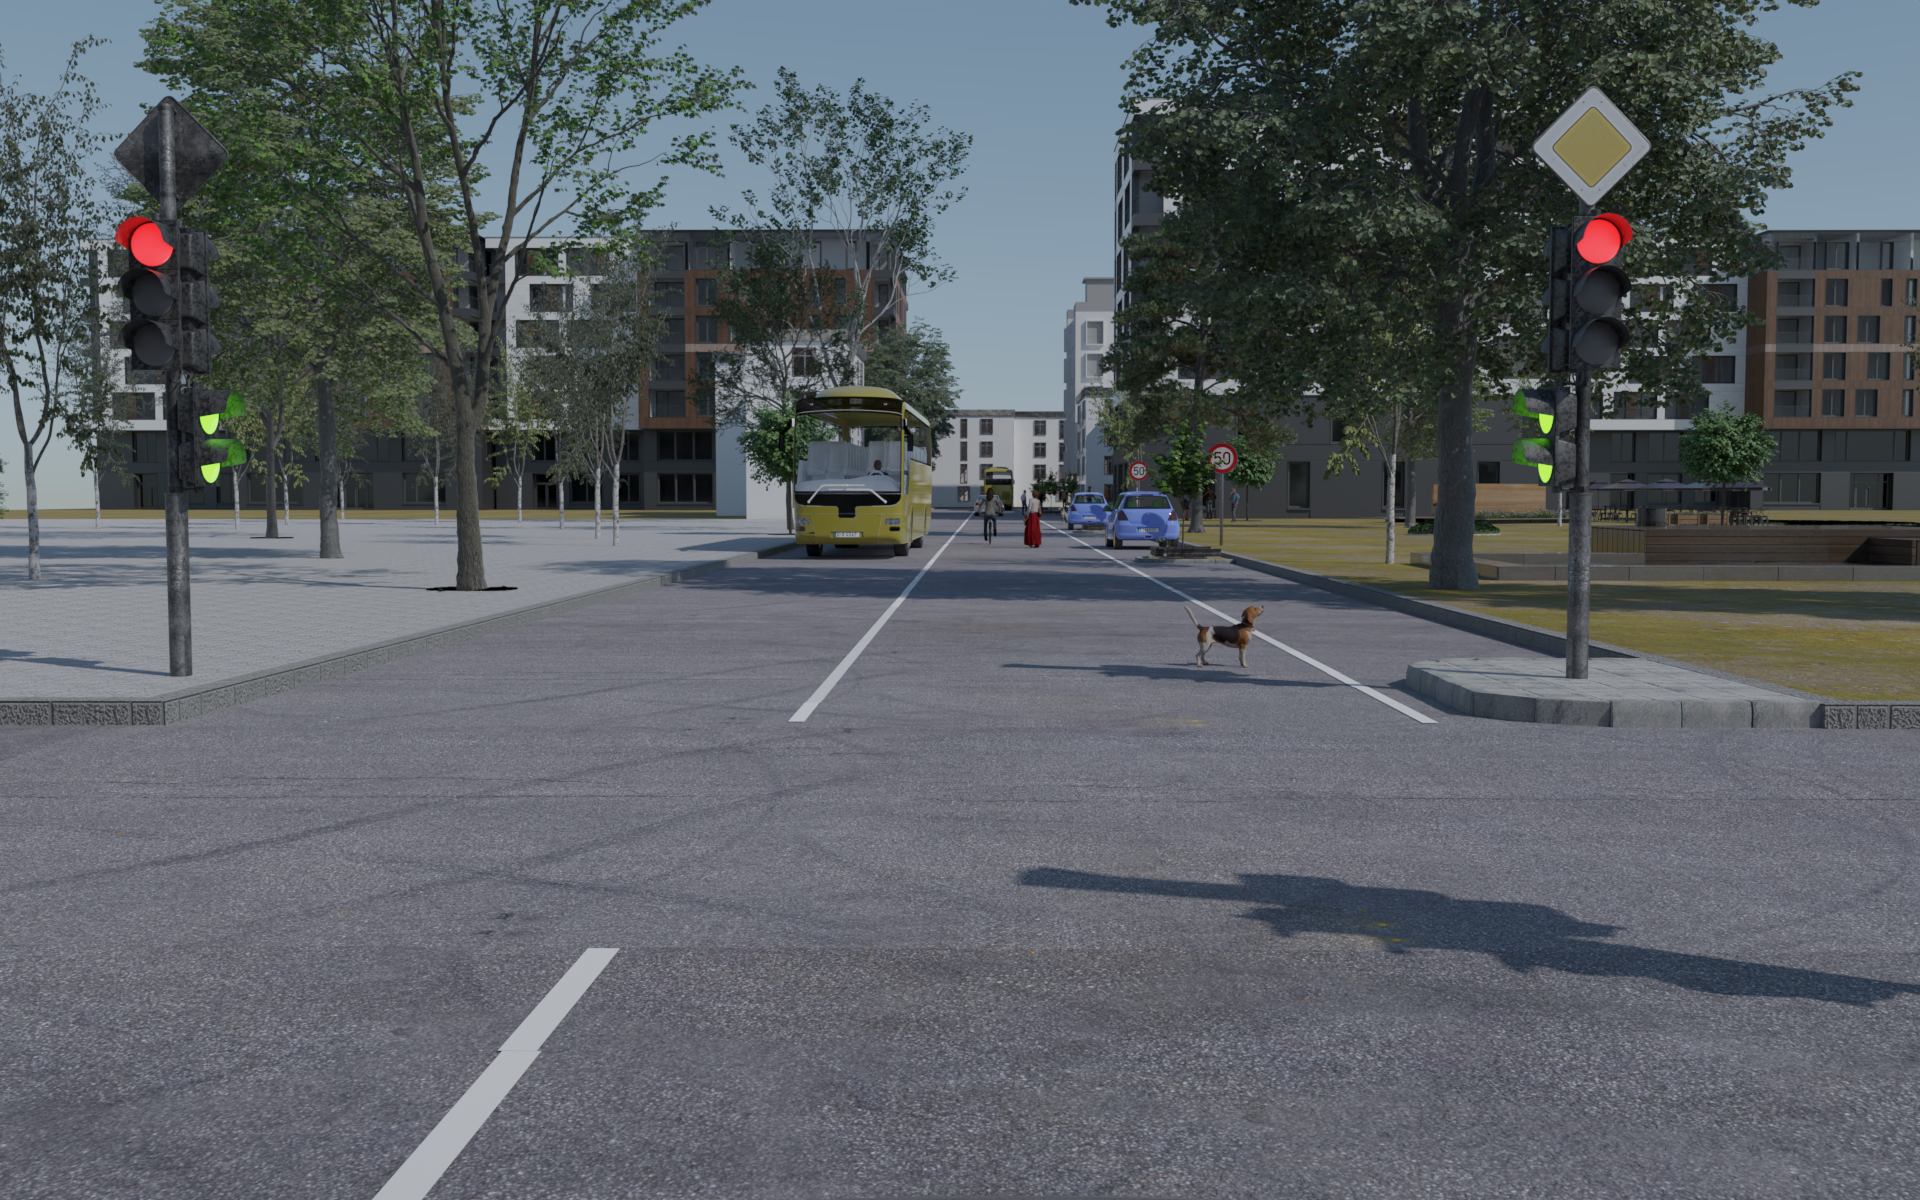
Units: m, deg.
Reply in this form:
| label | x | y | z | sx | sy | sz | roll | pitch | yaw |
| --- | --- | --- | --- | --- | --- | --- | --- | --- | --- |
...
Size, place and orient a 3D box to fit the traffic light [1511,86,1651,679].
| label | x | y | z | sx | sy | sz | roll | pitch | yaw |
| --- | --- | --- | --- | --- | --- | --- | --- | --- | --- |
| traffic light | 4.280 | -1.389 | 11.958 | 0.839 | 4.213 | 0.868 | 0 | 4 | 1 |

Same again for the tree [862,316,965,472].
| label | x | y | z | sx | sy | sz | roll | pitch | yaw |
| --- | --- | --- | --- | --- | --- | --- | --- | --- | --- |
| tree | -4.538 | -13.363 | 125.138 | 9.857 | 13.997 | 8.962 | 0 | 3 | 0 |

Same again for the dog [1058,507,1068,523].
| label | x | y | z | sx | sy | sz | roll | pitch | yaw |
| --- | --- | --- | --- | --- | --- | --- | --- | --- | --- |
| dog | 5.232 | -4.137 | 84.477 | 0.800 | 0.831 | 0.513 | 2 | 4 | 31 |

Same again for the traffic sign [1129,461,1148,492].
| label | x | y | z | sx | sy | sz | roll | pitch | yaw |
| --- | --- | --- | --- | --- | --- | --- | --- | --- | --- |
| traffic sign | 6.922 | -4.095 | 67.056 | 0.768 | 2.556 | 0.104 | 0 | 4 | 7 |

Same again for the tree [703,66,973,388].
| label | x | y | z | sx | sy | sz | roll | pitch | yaw |
| --- | --- | --- | --- | --- | --- | --- | --- | --- | --- |
| tree | -5.590 | -13.506 | 76.711 | 12.611 | 20.169 | 13.585 | 0 | 3 | 0 |

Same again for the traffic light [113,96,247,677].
| label | x | y | z | sx | sy | sz | roll | pitch | yaw |
| --- | --- | --- | --- | --- | --- | --- | --- | --- | --- |
| traffic light | -5.480 | -1.398 | 12.104 | 0.839 | 4.213 | 0.868 | 0 | 4 | 1 |

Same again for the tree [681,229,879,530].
| label | x | y | z | sx | sy | sz | roll | pitch | yaw |
| --- | --- | --- | --- | --- | --- | --- | --- | --- | --- |
| tree | -6.415 | -7.792 | 61.804 | 7.601 | 10.594 | 8.767 | -1 | 4 | -14 |

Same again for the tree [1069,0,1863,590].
| label | x | y | z | sx | sy | sz | roll | pitch | yaw |
| --- | --- | --- | --- | --- | --- | --- | --- | --- | --- |
| tree | 6.585 | -7.121 | 23.090 | 9.857 | 13.997 | 8.962 | 0 | 3 | 0 |

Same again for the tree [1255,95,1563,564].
| label | x | y | z | sx | sy | sz | roll | pitch | yaw |
| --- | --- | --- | --- | --- | --- | --- | --- | --- | --- |
| tree | 7.740 | -4.983 | 31.829 | 4.737 | 8.622 | 4.395 | 0 | 3 | 0 |

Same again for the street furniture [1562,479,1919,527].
| label | x | y | z | sx | sy | sz | roll | pitch | yaw |
| --- | --- | --- | --- | --- | --- | --- | --- | --- | --- |
| street furniture | 35.933 | -4.138 | 72.693 | 14.083 | 1.986 | 27.439 | 0 | 4 | -4 |

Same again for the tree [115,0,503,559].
| label | x | y | z | sx | sy | sz | roll | pitch | yaw |
| --- | --- | --- | --- | --- | --- | --- | --- | --- | --- |
| tree | -12.689 | -7.076 | 33.825 | 7.486 | 12.596 | 7.792 | 0 | 3 | 0 |

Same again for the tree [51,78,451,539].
| label | x | y | z | sx | sy | sz | roll | pitch | yaw |
| --- | --- | --- | --- | --- | --- | --- | --- | --- | --- |
| tree | -19.883 | -8.525 | 49.746 | 12.009 | 13.543 | 11.850 | 0 | 3 | 0 |

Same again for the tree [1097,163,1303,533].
| label | x | y | z | sx | sy | sz | roll | pitch | yaw |
| --- | --- | --- | --- | --- | --- | --- | --- | --- | --- |
| tree | 7.836 | -8.258 | 57.068 | 6.751 | 12.117 | 7.091 | 0 | 3 | 0 |

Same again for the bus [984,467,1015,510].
| label | x | y | z | sx | sy | sz | roll | pitch | yaw |
| --- | --- | --- | --- | --- | --- | --- | --- | --- | --- |
| bus | 3.477 | -9.996 | 154.978 | 2.896 | 3.916 | 12.252 | 0 | 4 | 2 |

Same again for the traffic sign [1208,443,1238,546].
| label | x | y | z | sx | sy | sz | roll | pitch | yaw |
| --- | --- | --- | --- | --- | --- | --- | --- | --- | --- |
| traffic sign | 6.519 | -2.632 | 43.133 | 0.768 | 2.556 | 0.104 | 0 | 4 | 6 |

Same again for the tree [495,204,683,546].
| label | x | y | z | sx | sy | sz | roll | pitch | yaw |
| --- | --- | --- | --- | --- | --- | --- | --- | --- | --- |
| tree | -8.649 | -5.647 | 42.698 | 4.360 | 8.622 | 3.978 | 0 | 3 | 0 |

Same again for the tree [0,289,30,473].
| label | x | y | z | sx | sy | sz | roll | pitch | yaw |
| --- | --- | --- | --- | --- | --- | --- | --- | --- | --- |
| tree | -21.400 | -5.194 | 35.277 | 4.737 | 8.622 | 4.395 | 0 | 3 | 0 |

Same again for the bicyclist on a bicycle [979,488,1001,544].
| label | x | y | z | sx | sy | sz | roll | pitch | yaw |
| --- | --- | --- | --- | --- | --- | --- | --- | --- | --- |
| bicyclist on a bicycle | 0.858 | -2.425 | 49.675 | 1.499 | 1.676 | 1.625 | 0 | 4 | 2 |

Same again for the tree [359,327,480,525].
| label | x | y | z | sx | sy | sz | roll | pitch | yaw |
| --- | --- | --- | --- | --- | --- | --- | --- | --- | --- |
| tree | -22.157 | -7.455 | 72.258 | 4.360 | 8.622 | 3.978 | 0 | 3 | 0 |

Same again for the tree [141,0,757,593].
| label | x | y | z | sx | sy | sz | roll | pitch | yaw |
| --- | --- | --- | --- | --- | --- | --- | --- | --- | --- |
| tree | -6.522 | -5.938 | 22.845 | 9.928 | 11.665 | 9.643 | 0 | 3 | 0 |

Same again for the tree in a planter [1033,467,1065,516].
| label | x | y | z | sx | sy | sz | roll | pitch | yaw |
| --- | --- | --- | --- | --- | --- | --- | --- | --- | --- |
| tree in a planter | 6.040 | -7.178 | 114.583 | 1.991 | 3.239 | 1.994 | 0 | 4 | 1 |

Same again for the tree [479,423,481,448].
| label | x | y | z | sx | sy | sz | roll | pitch | yaw |
| --- | --- | --- | --- | --- | --- | --- | --- | --- | --- |
| tree | -14.358 | -6.893 | 63.061 | 4.360 | 8.622 | 3.978 | 0 | 3 | 0 |

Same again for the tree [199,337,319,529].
| label | x | y | z | sx | sy | sz | roll | pitch | yaw |
| --- | --- | --- | --- | --- | --- | --- | --- | --- | --- |
| tree | -28.029 | -7.404 | 71.422 | 4.737 | 8.622 | 4.395 | 0 | 3 | 0 |

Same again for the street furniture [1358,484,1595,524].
| label | x | y | z | sx | sy | sz | roll | pitch | yaw |
| --- | --- | --- | --- | --- | --- | --- | --- | --- | --- |
| street furniture | 24.404 | -4.311 | 77.339 | 11.010 | 1.723 | 9.812 | -2 | 4 | -30 |

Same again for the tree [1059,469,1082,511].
| label | x | y | z | sx | sy | sz | roll | pitch | yaw |
| --- | --- | --- | --- | --- | --- | --- | --- | --- | --- |
| tree | 8.256 | -8.414 | 132.169 | 1.663 | 3.219 | 1.824 | 0 | 3 | 0 |

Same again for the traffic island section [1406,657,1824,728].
| label | x | y | z | sx | sy | sz | roll | pitch | yaw |
| --- | --- | --- | --- | --- | --- | --- | --- | --- | --- |
| traffic island section | 4.320 | 0.625 | 12.070 | 2.009 | 0.180 | 2.903 | 0 | 4 | 1 |

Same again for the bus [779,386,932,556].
| label | x | y | z | sx | sy | sz | roll | pitch | yaw |
| --- | --- | --- | --- | --- | --- | --- | --- | --- | --- |
| bus | -2.253 | -3.155 | 43.139 | 2.896 | 3.916 | 12.252 | 0 | 4 | 2 |

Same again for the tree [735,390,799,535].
| label | x | y | z | sx | sy | sz | roll | pitch | yaw |
| --- | --- | --- | --- | --- | --- | --- | --- | --- | --- |
| tree | -5.387 | -4.336 | 54.609 | 4.285 | 4.588 | 4.351 | 0 | 3 | 0 |

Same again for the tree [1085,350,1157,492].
| label | x | y | z | sx | sy | sz | roll | pitch | yaw |
| --- | --- | --- | --- | --- | --- | --- | --- | --- | --- |
| tree | 8.015 | -7.955 | 80.428 | 4.737 | 8.622 | 4.395 | 0 | 3 | 0 |

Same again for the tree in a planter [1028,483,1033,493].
| label | x | y | z | sx | sy | sz | roll | pitch | yaw |
| --- | --- | --- | --- | --- | --- | --- | --- | --- | --- |
| tree in a planter | 6.497 | -8.869 | 142.222 | 1.991 | 3.239 | 1.994 | 0 | 4 | 1 |

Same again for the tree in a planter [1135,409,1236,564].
| label | x | y | z | sx | sy | sz | roll | pitch | yaw |
| --- | --- | --- | --- | --- | --- | --- | --- | --- | --- |
| tree in a planter | 4.732 | -2.411 | 36.635 | 1.991 | 3.239 | 1.994 | 0 | 4 | 1 |
